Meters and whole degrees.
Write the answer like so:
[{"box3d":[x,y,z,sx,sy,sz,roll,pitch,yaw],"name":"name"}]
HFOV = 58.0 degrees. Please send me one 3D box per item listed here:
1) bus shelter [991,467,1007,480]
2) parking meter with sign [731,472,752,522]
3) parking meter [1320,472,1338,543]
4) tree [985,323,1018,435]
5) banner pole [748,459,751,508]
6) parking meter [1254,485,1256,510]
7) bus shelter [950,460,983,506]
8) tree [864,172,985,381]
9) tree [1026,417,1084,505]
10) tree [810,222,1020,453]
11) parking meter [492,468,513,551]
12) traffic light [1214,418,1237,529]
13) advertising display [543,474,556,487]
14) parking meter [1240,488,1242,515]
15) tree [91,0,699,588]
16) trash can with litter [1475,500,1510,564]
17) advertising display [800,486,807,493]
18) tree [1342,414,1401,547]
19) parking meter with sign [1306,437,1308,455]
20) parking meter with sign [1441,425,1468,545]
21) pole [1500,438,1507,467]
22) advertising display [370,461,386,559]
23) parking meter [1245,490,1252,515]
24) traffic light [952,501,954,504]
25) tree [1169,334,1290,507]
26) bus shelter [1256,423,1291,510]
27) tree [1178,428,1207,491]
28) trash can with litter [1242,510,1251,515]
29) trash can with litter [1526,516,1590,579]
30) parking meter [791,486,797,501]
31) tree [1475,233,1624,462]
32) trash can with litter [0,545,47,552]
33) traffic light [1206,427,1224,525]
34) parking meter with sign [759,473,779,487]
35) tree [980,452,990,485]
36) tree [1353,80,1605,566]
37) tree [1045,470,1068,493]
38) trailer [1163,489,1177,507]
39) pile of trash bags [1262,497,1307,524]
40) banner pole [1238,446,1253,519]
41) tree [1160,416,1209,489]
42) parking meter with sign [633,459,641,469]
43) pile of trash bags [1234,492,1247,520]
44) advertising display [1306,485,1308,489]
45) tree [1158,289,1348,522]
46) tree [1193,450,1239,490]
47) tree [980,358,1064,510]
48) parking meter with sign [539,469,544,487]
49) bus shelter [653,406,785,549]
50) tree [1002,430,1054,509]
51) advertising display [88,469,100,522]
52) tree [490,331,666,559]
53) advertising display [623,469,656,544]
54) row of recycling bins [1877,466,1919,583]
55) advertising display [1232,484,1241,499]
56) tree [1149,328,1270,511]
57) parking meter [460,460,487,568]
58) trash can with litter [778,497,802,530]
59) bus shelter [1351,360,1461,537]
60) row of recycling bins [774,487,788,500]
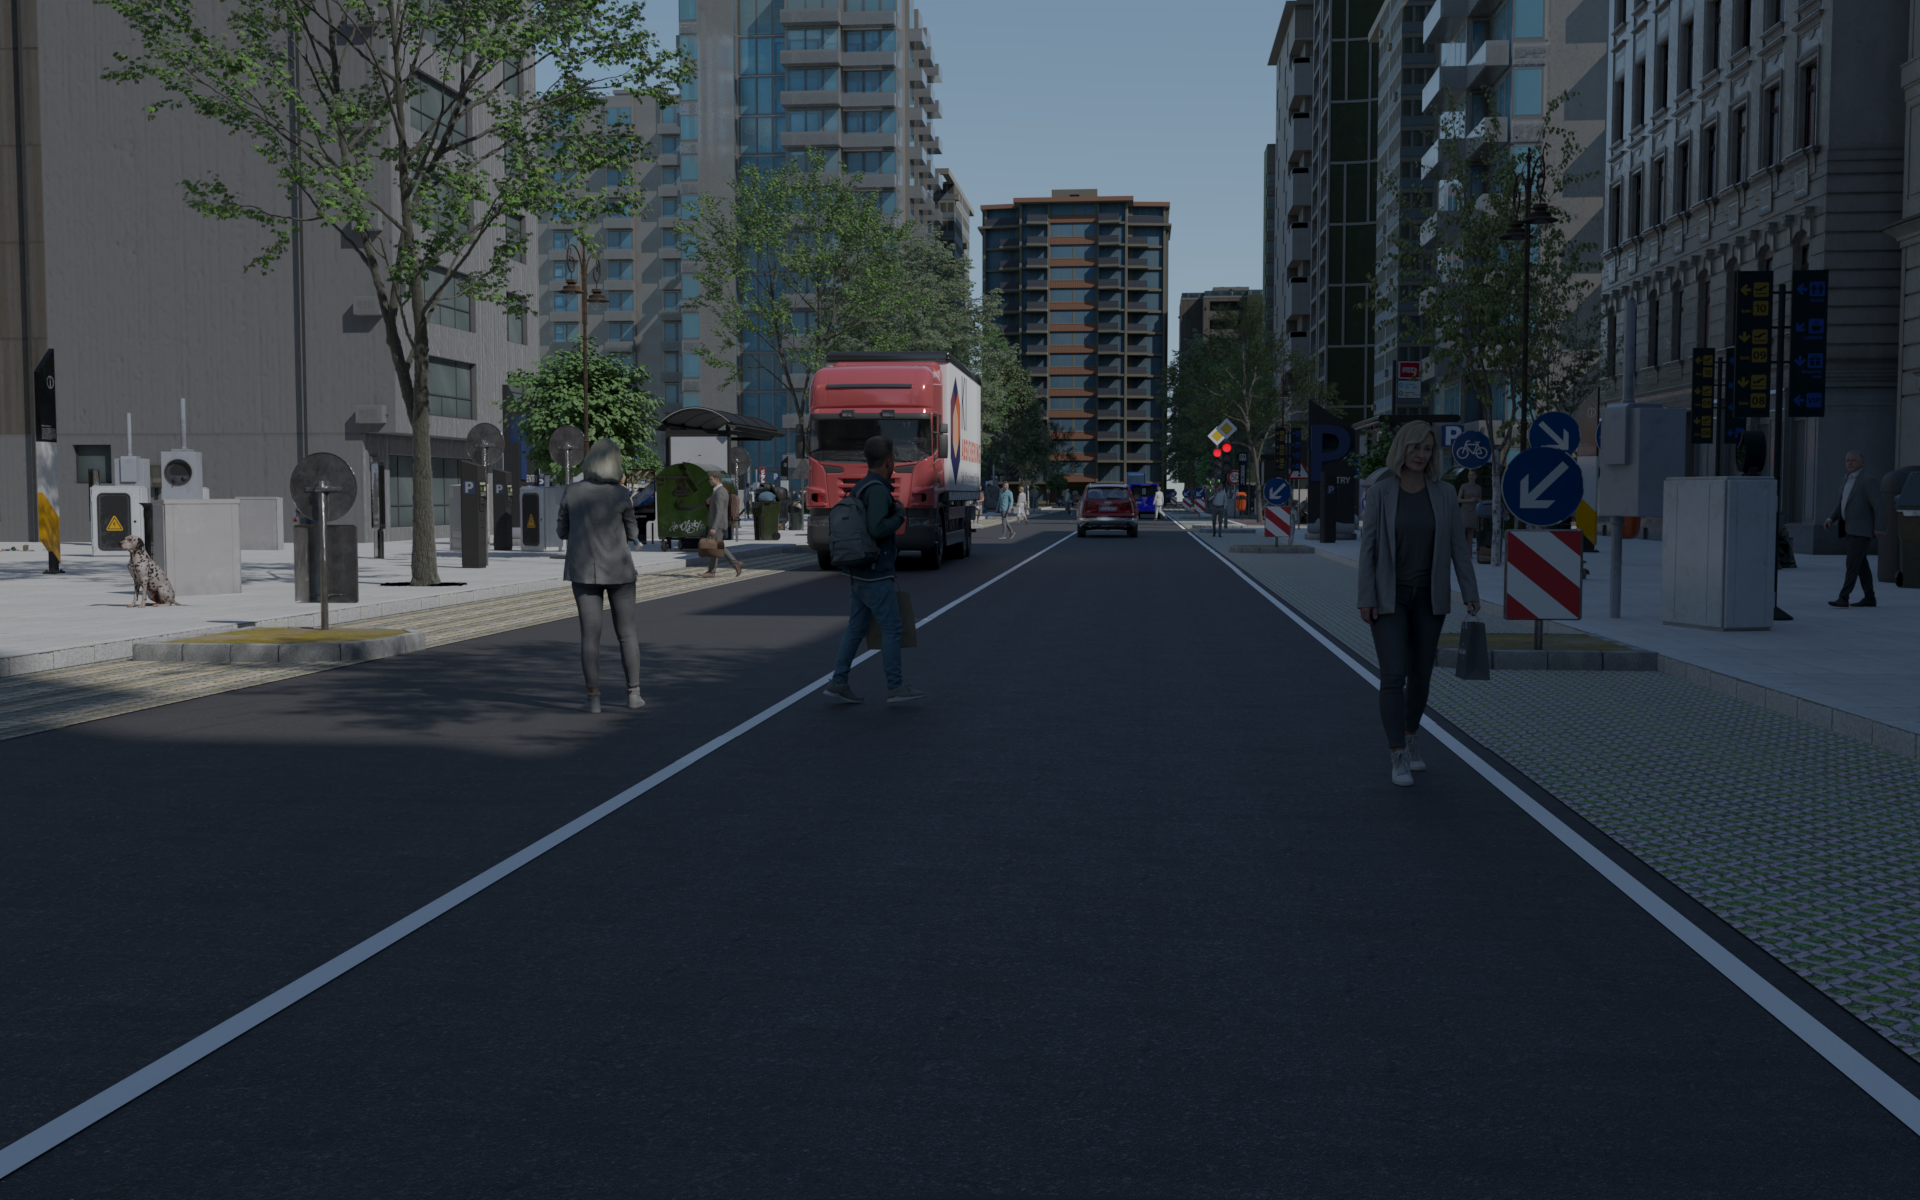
[{"box3d":[2.316,-8.394,131.159,2.014,3.302,5.546,0,4,6],"name":"bus shelter"},{"box3d":[-10.688,-5.143,80.356,1.738,3.016,0.543,-3,4,-38],"name":"parking meter with sign"},{"box3d":[9.664,-2.428,45.406,0.399,1.863,0.255,-1,4,-20],"name":"parking meter"},{"box3d":[-0.704,-10.155,91.784,9.928,11.665,9.643,0,3,0],"name":"tree"},{"box3d":[-14.970,-8.147,123.212,0.401,3.779,0.863,-2,4,-26],"name":"banner pole"},{"box3d":[18.195,-6.125,105.849,0.255,1.863,0.399,-3,4,-36],"name":"parking meter"},{"box3d":[-0.142,-7.582,101.591,2.179,5.291,8.768,0,4,6],"name":"bus shelter"},{"box3d":[-4.612,-7.780,52.955,9.928,11.665,9.643,0,3,0],"name":"tree"},{"box3d":[11.428,-16.840,209.738,7.601,10.594,8.767,-1,4,-21],"name":"tree"},{"box3d":[-2.361,-10.672,81.147,9.857,13.997,8.962,0,3,0],"name":"tree"},{"box3d":[-10.378,-2.057,39.339,0.399,1.863,0.255,1,4,16],"name":"parking meter"},{"box3d":[9.826,-4.595,64.054,0.839,4.253,0.868,0,4,6],"name":"traffic light"},{"box3d":[-12.891,-3.038,54.881,0.123,1.923,0.974,-3,5,-43],"name":"advertising display"},{"box3d":[16.983,-6.105,105.530,0.255,1.863,0.399,-3,4,-38],"name":"parking meter"},{"box3d":[-7.633,-5.995,23.772,9.928,11.665,9.643,0,3,0],"name":"tree"},{"box3d":[9.856,-1.263,32.041,0.624,1.170,1.055,1,4,16],"name":"trash can with litter"},{"box3d":[-12.319,-8.178,138.926,0.974,1.923,0.123,0,4,4],"name":"advertising display"},{"box3d":[10.369,-2.894,41.916,1.663,3.219,1.824,0,3,0],"name":"tree"},{"box3d":[10.783,-3.402,51.887,0.543,3.016,1.738,0,4,2],"name":"parking meter with sign"},{"box3d":[12.360,-2.853,42.901,0.543,3.016,1.738,0,4,4],"name":"parking meter with sign"},{"box3d":[19.656,-4.211,62.688,0.158,3.312,0.155,0,3,0],"name":"pole"},{"box3d":[-11.606,-1.794,34.543,0.123,1.923,0.974,-2,4,-28],"name":"advertising display"},{"box3d":[17.970,-6.086,107.919,0.372,1.533,0.369,0,3,0],"name":"parking meter"},{"box3d":[-0.249,-5.149,73.114,0.839,4.253,0.868,0,4,6],"name":"traffic light"},{"box3d":[17.617,-11.370,111.657,9.928,11.665,9.643,0,3,0],"name":"tree"},{"box3d":[17.326,-7.200,95.350,2.179,5.291,8.768,0,4,6],"name":"bus shelter"},{"box3d":[22.386,-12.888,161.078,4.360,8.622,3.978,0,3,0],"name":"tree"},{"box3d":[17.414,-5.836,106.798,1.055,1.170,0.624,2,4,27],"name":"trash can with litter"},{"box3d":[8.974,-0.895,26.029,1.055,1.170,0.624,-3,4,-39],"name":"trash can with litter"},{"box3d":[-12.503,-7.631,130.478,0.399,1.863,0.255,-1,4,-20],"name":"parking meter"},{"box3d":[16.150,-5.952,47.676,4.360,8.622,3.978,0,3,0],"name":"tree"},{"box3d":[-21.566,-1.682,38.566,2.233,1.210,1.678,-1,4,-19],"name":"trash can with litter"},{"box3d":[10.654,-5.081,71.996,0.839,4.253,0.868,0,4,6],"name":"traffic light"},{"box3d":[-15.825,-9.046,144.159,0.543,3.016,1.738,2,4,34],"name":"parking meter with sign"},{"box3d":[0.249,-7.704,109.678,4.285,4.588,4.351,0,3,0],"name":"tree"},{"box3d":[9.318,-4.894,30.382,4.737,8.622,4.395,0,3,0],"name":"tree"},{"box3d":[12.433,-14.692,223.921,4.285,4.588,4.351,0,3,0],"name":"tree"},{"box3d":[22.574,-10.958,186.210,1.471,1.999,3.904,0,4,5],"name":"trailer"},{"box3d":[14.082,-3.988,74.961,1.912,1.369,3.447,-1,4,-9],"name":"pile of trash bags"},{"box3d":[14.842,-6.119,90.057,0.863,3.779,0.401,-1,4,-16],"name":"banner pole"},{"box3d":[29.103,-18.568,221.715,7.486,12.596,7.792,0,3,0],"name":"tree"},{"box3d":[-12.274,-4.141,63.972,0.543,3.016,1.738,0,4,5],"name":"parking meter with sign"},{"box3d":[15.198,-4.606,85.062,3.447,1.369,1.912,0,4,-1],"name":"pile of trash bags"},{"box3d":[23.836,-6.880,117.700,0.123,1.923,0.974,-1,4,-23],"name":"advertising display"},{"box3d":[13.516,-8.815,78.533,8.767,10.594,7.601,-1,4,-16],"name":"tree"},{"box3d":[17.939,-8.400,121.048,4.285,4.588,4.351,0,3,0],"name":"tree"},{"box3d":[3.740,-13.763,142.035,9.611,12.733,9.660,0,3,0],"name":"tree"},{"box3d":[-25.304,-6.834,107.991,1.738,3.016,0.543,-1,4,-16],"name":"parking meter with sign"},{"box3d":[-5.855,-2.990,42.807,2.014,3.302,5.546,0,4,6],"name":"bus shelter"},{"box3d":[6.218,-12.900,161.272,4.360,8.622,3.978,0,3,0],"name":"tree"},{"box3d":[-22.040,-2.380,44.127,0.123,1.923,0.974,-1,4,-18],"name":"advertising display"},{"box3d":[-7.572,-3.109,34.548,4.285,4.588,4.351,0,3,0],"name":"tree"},{"box3d":[-8.168,-2.382,44.160,0.123,1.923,0.974,3,5,39],"name":"advertising display"},{"box3d":[14.537,-1.171,26.257,1.069,1.692,3.534,2,4,34],"name":"row of recycling bins"},{"box3d":[16.206,-5.899,101.665,0.123,1.923,0.974,-1,4,-16],"name":"advertising display"},{"box3d":[19.539,-13.908,134.058,9.857,13.997,8.962,0,3,0],"name":"tree"},{"box3d":[-8.402,-1.482,29.948,0.399,1.863,0.255,1,4,15],"name":"parking meter"},{"box3d":[-6.048,-3.036,61.020,1.055,1.170,0.624,0,4,8],"name":"trash can with litter"},{"box3d":[12.528,-4.411,49.745,2.179,5.291,8.768,0,4,6],"name":"bus shelter"},{"box3d":[-10.458,-5.530,97.524,1.069,1.692,3.534,1,4,12],"name":"row of recycling bins"}]
